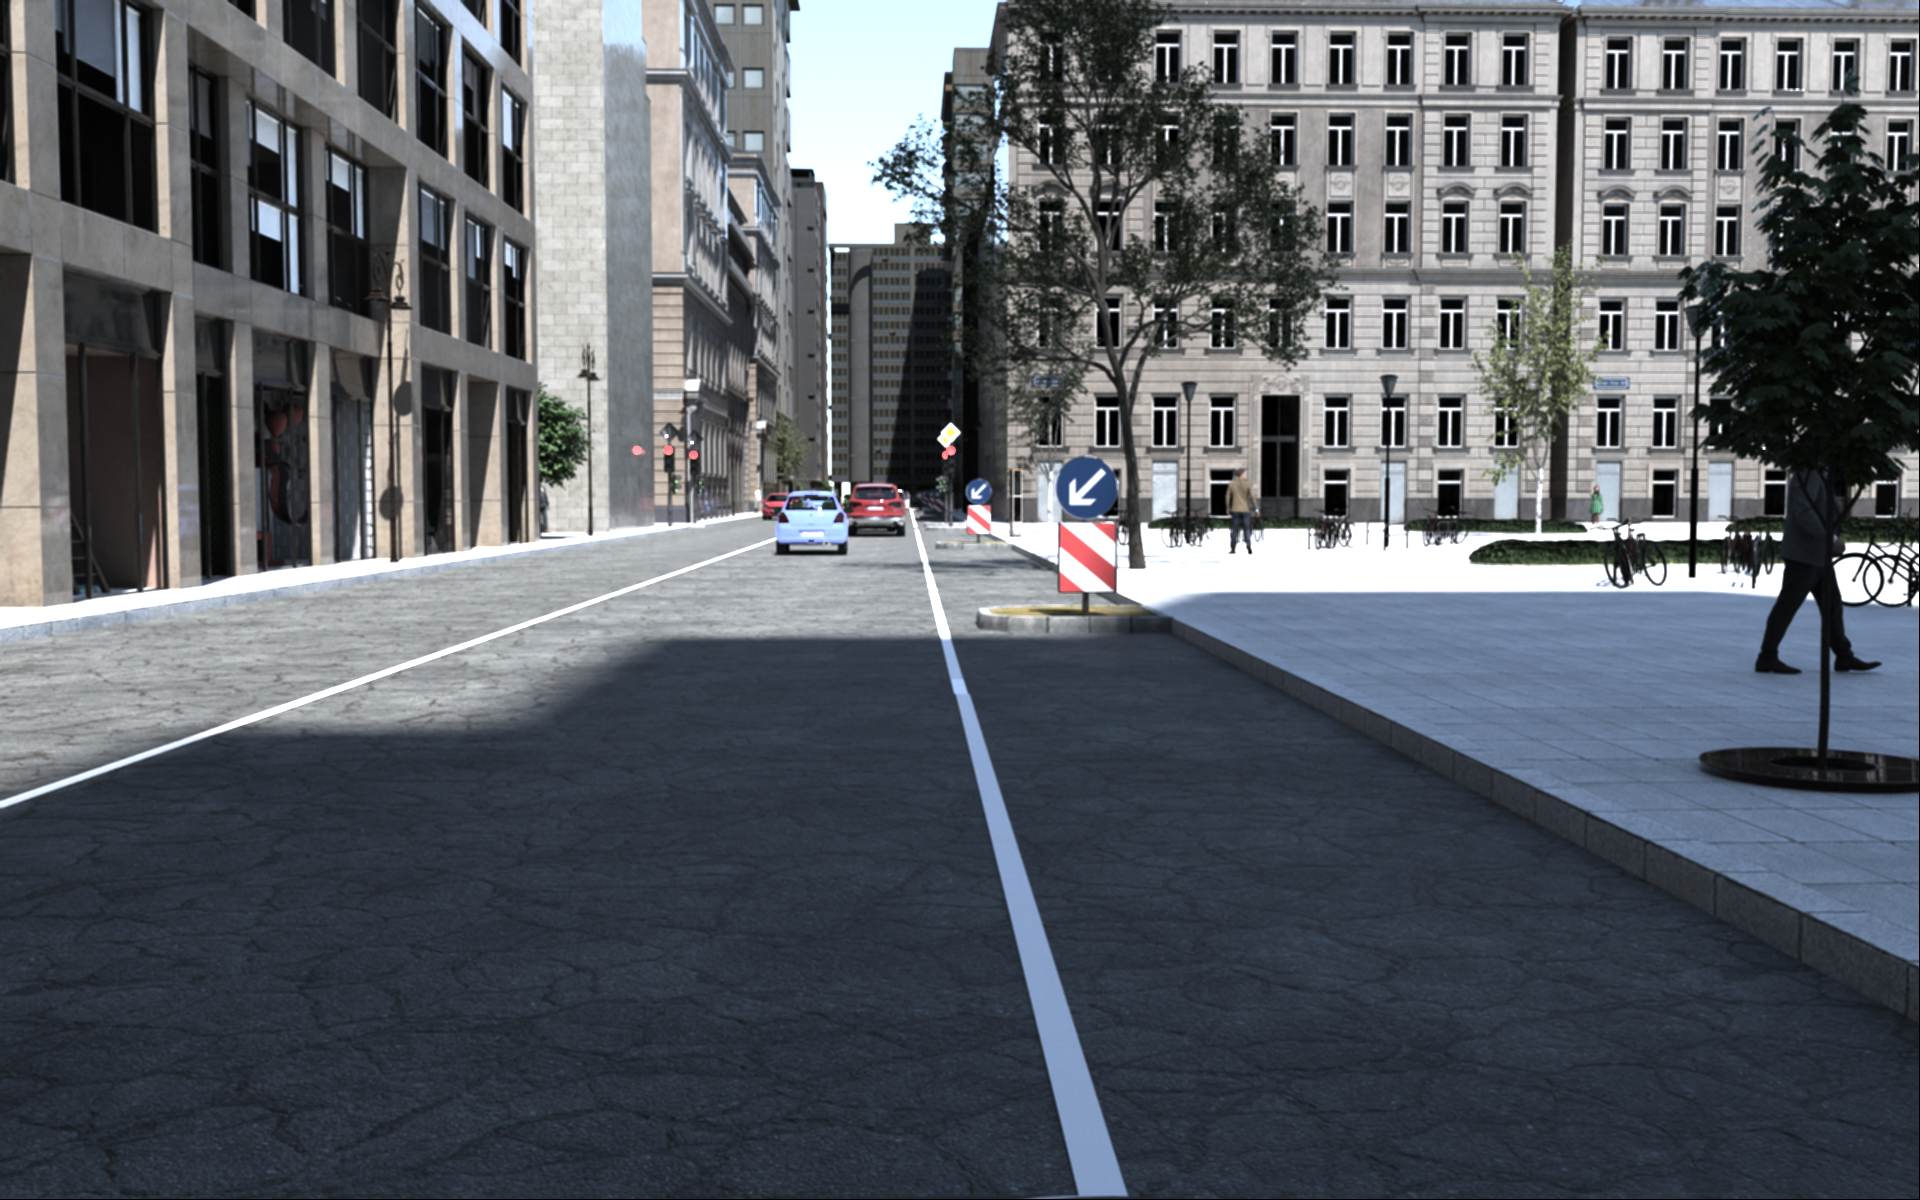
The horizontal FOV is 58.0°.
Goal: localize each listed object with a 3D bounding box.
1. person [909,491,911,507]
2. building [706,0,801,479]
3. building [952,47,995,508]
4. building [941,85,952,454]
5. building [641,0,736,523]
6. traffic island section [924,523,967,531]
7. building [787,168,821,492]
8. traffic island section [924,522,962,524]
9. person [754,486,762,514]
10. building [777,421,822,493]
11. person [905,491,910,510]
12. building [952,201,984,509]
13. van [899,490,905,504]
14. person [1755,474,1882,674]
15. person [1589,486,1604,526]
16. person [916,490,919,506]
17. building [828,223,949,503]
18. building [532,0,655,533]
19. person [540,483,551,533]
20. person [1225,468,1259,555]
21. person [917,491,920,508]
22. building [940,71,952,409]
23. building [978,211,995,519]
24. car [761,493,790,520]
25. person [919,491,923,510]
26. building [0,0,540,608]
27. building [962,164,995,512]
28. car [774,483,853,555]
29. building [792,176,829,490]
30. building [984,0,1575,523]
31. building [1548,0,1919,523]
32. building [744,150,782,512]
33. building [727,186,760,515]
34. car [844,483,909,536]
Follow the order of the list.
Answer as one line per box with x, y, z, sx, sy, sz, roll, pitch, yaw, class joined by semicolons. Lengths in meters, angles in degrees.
-5.455;-11.010;188.608;0.705;1.812;1.348;0;4;2;person
-29.981;-35.110;163.284;28.713;52.752;27.495;0;4;-2;building
6.233;-29.294;162.552;14.154;41.232;14.086;0;4;-2;building
9.124;-32.405;184.452;22.147;44.769;28.867;0;4;-2;building
-18.591;-18.301;85.124;13.634;28.700;20.117;0;4;-2;building
-0.341;-2.808;68.195;2.009;0.180;2.903;0;4;-2;traffic island section
-24.674;-32.726;218.659;14.086;41.232;14.154;0;4;-2;building
-0.587;-3.296;76.176;2.009;0.180;2.903;0;4;-2;traffic island section
-12.905;-6.402;110.945;0.641;1.798;0.478;0;4;-2;person
-31.640;-30.443;189.626;32.217;40.220;23.993;0;4;-2;building
-4.815;-9.057;157.246;0.551;1.740;0.621;0;4;-8;person
7.834;-18.553;136.619;16.112;22.955;30.059;0;4;-2;building
-6.282;-10.074;171.724;2.013;2.044;4.112;0;4;-3;van
6.144;-0.361;12.337;0.834;1.777;0.661;1;4;20;person
27.295;-4.010;74.304;0.600;1.795;0.529;0;4;7;person
-4.507;-11.140;190.504;0.599;1.838;0.709;3;5;39;person
-6.900;-34.188;250.852;23.993;40.220;32.217;0;4;-2;building
-20.226;-12.671;61.916;16.860;20.320;10.420;0;4;-2;building
-13.633;-3.069;56.402;0.590;1.801;0.661;3;5;42;person
6.003;-1.889;36.834;0.656;1.842;0.836;-1;4;-18;person
-4.077;-10.033;173.469;0.436;1.711;0.756;1;4;19;person
12.199;-38.131;212.683;28.713;52.752;27.495;0;4;-2;building
6.561;-14.838;97.354;10.420;20.320;16.860;0;4;-2;building
-10.061;-5.398;97.300;2.155;1.783;4.494;0;4;-1;car
-3.509;-8.994;156.482;0.436;1.711;0.756;0;4;-3;person
-20.250;-13.672;28.051;19.350;26.468;34.151;0;4;-2;building
6.580;-17.364;113.585;12.332;23.373;15.834;0;4;-2;building
-3.568;-1.984;42.034;1.945;1.707;3.694;0;4;-4;car
-25.712;-36.150;241.169;14.200;45.320;14.600;0;4;-2;building
13.965;-17.379;81.404;25.104;27.353;12.463;0;4;-2;building
39.042;-17.455;82.658;25.104;27.353;12.463;0;4;-2;building
-20.612;-21.020;129.589;13.634;28.700;20.117;0;4;-2;building
-20.006;-16.241;107.345;13.314;21.916;24.055;0;4;-2;building
-2.920;-3.155;60.253;2.281;1.827;5.304;0;4;-2;car
